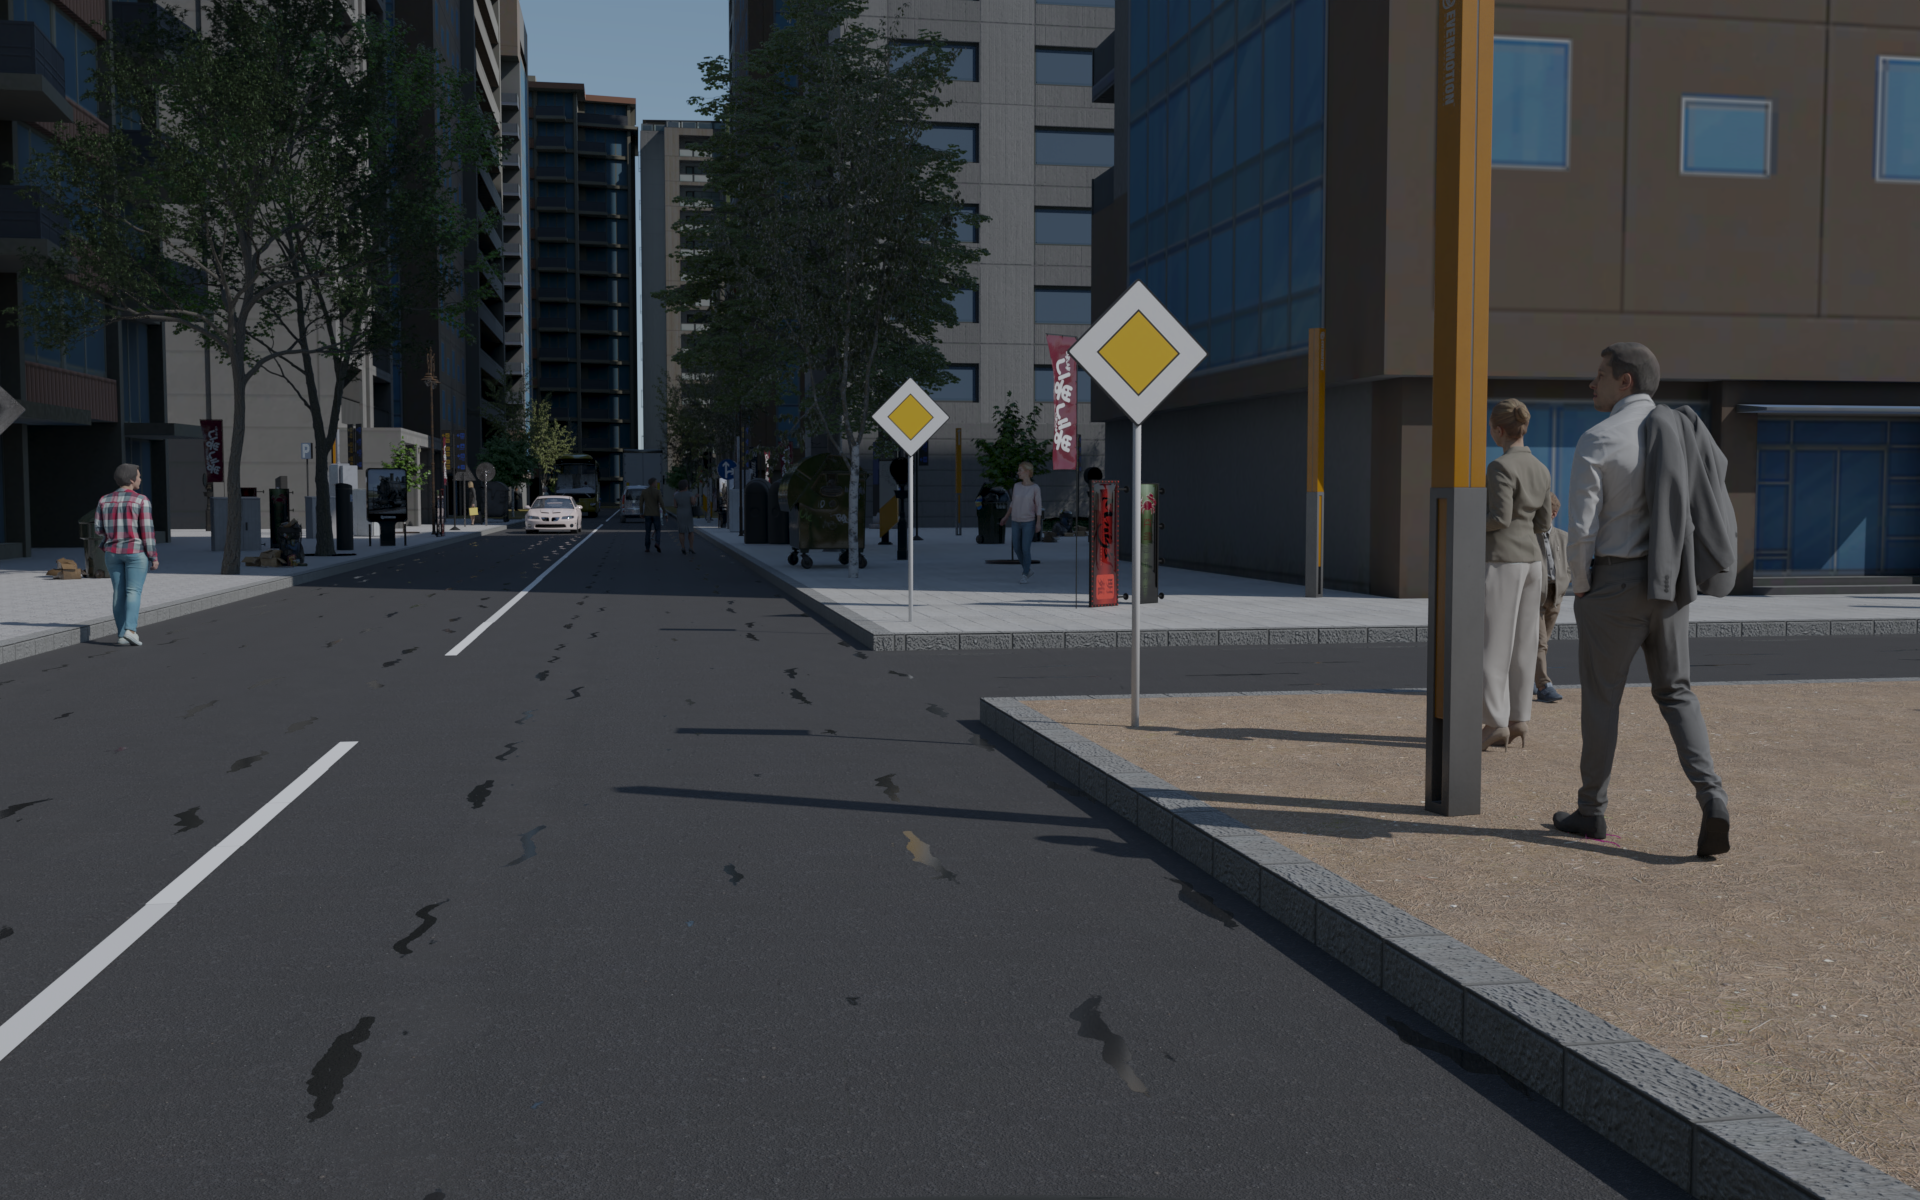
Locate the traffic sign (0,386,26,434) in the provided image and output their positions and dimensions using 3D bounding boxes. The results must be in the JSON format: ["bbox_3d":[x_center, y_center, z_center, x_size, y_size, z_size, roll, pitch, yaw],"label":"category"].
[{"bbox_3d":[-8.926,-0.830,15.762,0.795,2.593,0.064,-1,4,-10],"label":"traffic sign"}]

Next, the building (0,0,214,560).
[{"bbox_3d":[-28.829,-23.239,34.584,22.147,44.769,28.867,-1,4,-10],"label":"building"}]

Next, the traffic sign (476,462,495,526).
[{"bbox_3d":[-19.088,-4.258,69.719,0.768,2.556,0.104,0,4,-3],"label":"traffic sign"}]

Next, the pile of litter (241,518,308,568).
[{"bbox_3d":[-12.191,-1.032,30.841,1.176,0.858,1.719,-1,4,-8],"label":"pile of litter"}]

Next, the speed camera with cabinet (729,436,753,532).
[{"bbox_3d":[-7.421,-3.943,58.801,0.660,3.252,2.038,0,3,0],"label":"speed camera with cabinet"}]

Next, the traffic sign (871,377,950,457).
[{"bbox_3d":[-0.472,-0.925,17.308,0.795,2.593,0.064,-1,4,-10],"label":"traffic sign"}]

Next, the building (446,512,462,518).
[{"bbox_3d":[-34.892,-27.149,93.990,14.600,45.320,14.200,-1,4,-10],"label":"building"}]

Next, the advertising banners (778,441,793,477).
[{"bbox_3d":[-4.997,-3.726,57.112,2.074,3.025,0.090,1,4,11],"label":"advertising banners"}]

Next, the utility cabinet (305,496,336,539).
[{"bbox_3d":[-18.507,-2.393,50.280,0.306,1.237,1.020,2,4,27],"label":"utility cabinet"}]

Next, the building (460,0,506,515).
[{"bbox_3d":[-41.224,-29.824,111.324,21.300,48.544,21.600,-1,4,-10],"label":"building"}]

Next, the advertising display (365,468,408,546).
[{"bbox_3d":[-14.130,-2.293,42.704,0.974,1.923,0.123,-2,4,-32],"label":"advertising display"}]

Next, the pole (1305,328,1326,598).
[{"bbox_3d":[4.394,-1.685,21.398,0.158,3.312,0.155,0,3,0],"label":"pole"}]

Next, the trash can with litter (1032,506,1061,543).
[{"bbox_3d":[2.194,-2.126,46.143,1.055,1.170,0.624,2,4,32],"label":"trash can with litter"}]

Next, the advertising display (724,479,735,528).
[{"bbox_3d":[-8.352,-3.622,64.436,0.123,1.923,0.974,2,4,29],"label":"advertising display"}]

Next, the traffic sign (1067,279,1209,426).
[{"bbox_3d":[0.988,-0.444,9.457,0.795,2.593,0.064,-1,4,-10],"label":"traffic sign"}]

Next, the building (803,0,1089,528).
[{"bbox_3d":[3.333,-32.853,79.142,21.231,58.520,28.212,-1,4,-10],"label":"building"}]

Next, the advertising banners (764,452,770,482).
[{"bbox_3d":[-7.019,-4.267,65.956,0.090,3.025,2.074,1,4,19],"label":"advertising banners"}]

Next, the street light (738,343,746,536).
[{"bbox_3d":[-6.665,-4.880,52.569,0.468,5.910,1.993,-1,4,-10],"label":"street light"}]

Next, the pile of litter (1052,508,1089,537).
[{"bbox_3d":[3.462,-2.367,52.662,1.719,0.858,1.176,-3,5,-41],"label":"pile of litter"}]

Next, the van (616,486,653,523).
[{"bbox_3d":[-16.310,-4.918,87.417,2.013,2.044,4.112,-1,4,-12],"label":"van"}]

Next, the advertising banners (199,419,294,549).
[{"bbox_3d":[-16.701,-2.715,40.570,2.074,3.025,0.090,0,4,-5],"label":"advertising banners"}]

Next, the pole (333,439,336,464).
[{"bbox_3d":[-19.337,-3.662,53.713,0.158,3.312,0.155,0,3,0],"label":"pole"}]

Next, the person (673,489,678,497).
[{"bbox_3d":[-23.973,-8.553,146.830,0.756,1.711,0.436,-2,4,-24],"label":"person"}]

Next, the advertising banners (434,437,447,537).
[{"bbox_3d":[-15.679,-3.435,52.358,0.090,3.025,2.074,0,4,-7],"label":"advertising banners"}]

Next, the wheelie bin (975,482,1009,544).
[{"bbox_3d":[0.855,-2.247,44.648,0.693,1.594,0.980,3,5,44],"label":"wheelie bin"}]

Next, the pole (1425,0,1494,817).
[{"bbox_3d":[1.984,-0.797,6.876,0.158,3.312,0.155,0,3,0],"label":"pole"}]

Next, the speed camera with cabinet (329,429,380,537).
[{"bbox_3d":[-18.256,-3.560,52.544,2.038,3.252,0.660,2,4,33],"label":"speed camera with cabinet"}]

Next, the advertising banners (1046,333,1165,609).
[{"bbox_3d":[1.657,-1.435,19.645,0.090,3.025,2.074,3,5,44],"label":"advertising banners"}]

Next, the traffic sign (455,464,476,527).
[{"bbox_3d":[-19.338,-4.134,67.593,0.884,2.594,0.081,0,4,-7],"label":"traffic sign"}]

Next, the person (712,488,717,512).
[{"bbox_3d":[-17.291,-7.073,122.347,0.551,1.740,0.621,3,4,38],"label":"person"}]

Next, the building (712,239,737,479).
[{"bbox_3d":[-4.197,-17.519,131.467,27.650,21.520,28.899,-1,4,-10],"label":"building"}]

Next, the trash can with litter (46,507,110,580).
[{"bbox_3d":[-13.209,-0.907,26.217,0.624,1.170,1.055,2,4,35],"label":"trash can with litter"}]

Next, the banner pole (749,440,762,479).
[{"bbox_3d":[-9.480,-5.546,80.686,0.863,3.779,0.401,2,4,27],"label":"banner pole"}]

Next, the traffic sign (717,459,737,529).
[{"bbox_3d":[-8.470,-3.860,63.224,0.768,2.556,0.104,-1,4,-9],"label":"traffic sign"}]

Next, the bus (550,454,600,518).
[{"bbox_3d":[-24.019,-7.178,108.900,2.896,3.916,12.252,-1,4,-11],"label":"bus"}]

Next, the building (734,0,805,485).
[{"bbox_3d":[-6.681,-28.007,108.026,14.600,45.320,14.200,-1,4,-10],"label":"building"}]

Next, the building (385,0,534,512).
[{"bbox_3d":[-45.427,-30.707,152.165,14.200,45.320,14.600,-1,4,-10],"label":"building"}]

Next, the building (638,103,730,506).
[{"bbox_3d":[-26.823,-30.615,184.146,14.086,41.232,14.154,-1,4,-10],"label":"building"}]

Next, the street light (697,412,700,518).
[{"bbox_3d":[-13.737,-7.221,90.854,0.468,5.910,1.993,-1,4,-10],"label":"street light"}]

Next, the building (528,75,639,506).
[{"bbox_3d":[-48.574,-32.350,183.543,28.867,44.769,22.147,-1,4,-10],"label":"building"}]

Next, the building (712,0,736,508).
[{"bbox_3d":[-11.889,-43.766,153.828,20.563,71.187,20.611,-1,4,-10],"label":"building"}]

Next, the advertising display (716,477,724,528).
[{"bbox_3d":[-8.964,-3.689,65.531,0.123,1.923,0.974,1,4,15],"label":"advertising display"}]

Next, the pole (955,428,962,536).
[{"bbox_3d":[-0.045,-3.650,53.519,0.158,3.312,0.155,0,3,0],"label":"pole"}]

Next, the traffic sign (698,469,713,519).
[{"bbox_3d":[-12.931,-5.376,88.000,0.768,2.556,0.104,0,4,-4],"label":"traffic sign"}]

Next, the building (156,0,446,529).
[{"bbox_3d":[-32.538,-38.651,70.196,20.563,71.187,20.611,-1,4,-10],"label":"building"}]

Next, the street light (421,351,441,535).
[{"bbox_3d":[-16.629,-5.002,54.573,0.468,5.910,1.993,-1,4,-10],"label":"street light"}]

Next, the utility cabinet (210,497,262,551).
[{"bbox_3d":[-16.356,-1.710,39.126,1.020,1.237,0.306,-3,4,-38],"label":"utility cabinet"}]

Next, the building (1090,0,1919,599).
[{"bbox_3d":[10.766,-23.079,27.453,14.200,45.320,14.600,-1,4,-10],"label":"building"}]
